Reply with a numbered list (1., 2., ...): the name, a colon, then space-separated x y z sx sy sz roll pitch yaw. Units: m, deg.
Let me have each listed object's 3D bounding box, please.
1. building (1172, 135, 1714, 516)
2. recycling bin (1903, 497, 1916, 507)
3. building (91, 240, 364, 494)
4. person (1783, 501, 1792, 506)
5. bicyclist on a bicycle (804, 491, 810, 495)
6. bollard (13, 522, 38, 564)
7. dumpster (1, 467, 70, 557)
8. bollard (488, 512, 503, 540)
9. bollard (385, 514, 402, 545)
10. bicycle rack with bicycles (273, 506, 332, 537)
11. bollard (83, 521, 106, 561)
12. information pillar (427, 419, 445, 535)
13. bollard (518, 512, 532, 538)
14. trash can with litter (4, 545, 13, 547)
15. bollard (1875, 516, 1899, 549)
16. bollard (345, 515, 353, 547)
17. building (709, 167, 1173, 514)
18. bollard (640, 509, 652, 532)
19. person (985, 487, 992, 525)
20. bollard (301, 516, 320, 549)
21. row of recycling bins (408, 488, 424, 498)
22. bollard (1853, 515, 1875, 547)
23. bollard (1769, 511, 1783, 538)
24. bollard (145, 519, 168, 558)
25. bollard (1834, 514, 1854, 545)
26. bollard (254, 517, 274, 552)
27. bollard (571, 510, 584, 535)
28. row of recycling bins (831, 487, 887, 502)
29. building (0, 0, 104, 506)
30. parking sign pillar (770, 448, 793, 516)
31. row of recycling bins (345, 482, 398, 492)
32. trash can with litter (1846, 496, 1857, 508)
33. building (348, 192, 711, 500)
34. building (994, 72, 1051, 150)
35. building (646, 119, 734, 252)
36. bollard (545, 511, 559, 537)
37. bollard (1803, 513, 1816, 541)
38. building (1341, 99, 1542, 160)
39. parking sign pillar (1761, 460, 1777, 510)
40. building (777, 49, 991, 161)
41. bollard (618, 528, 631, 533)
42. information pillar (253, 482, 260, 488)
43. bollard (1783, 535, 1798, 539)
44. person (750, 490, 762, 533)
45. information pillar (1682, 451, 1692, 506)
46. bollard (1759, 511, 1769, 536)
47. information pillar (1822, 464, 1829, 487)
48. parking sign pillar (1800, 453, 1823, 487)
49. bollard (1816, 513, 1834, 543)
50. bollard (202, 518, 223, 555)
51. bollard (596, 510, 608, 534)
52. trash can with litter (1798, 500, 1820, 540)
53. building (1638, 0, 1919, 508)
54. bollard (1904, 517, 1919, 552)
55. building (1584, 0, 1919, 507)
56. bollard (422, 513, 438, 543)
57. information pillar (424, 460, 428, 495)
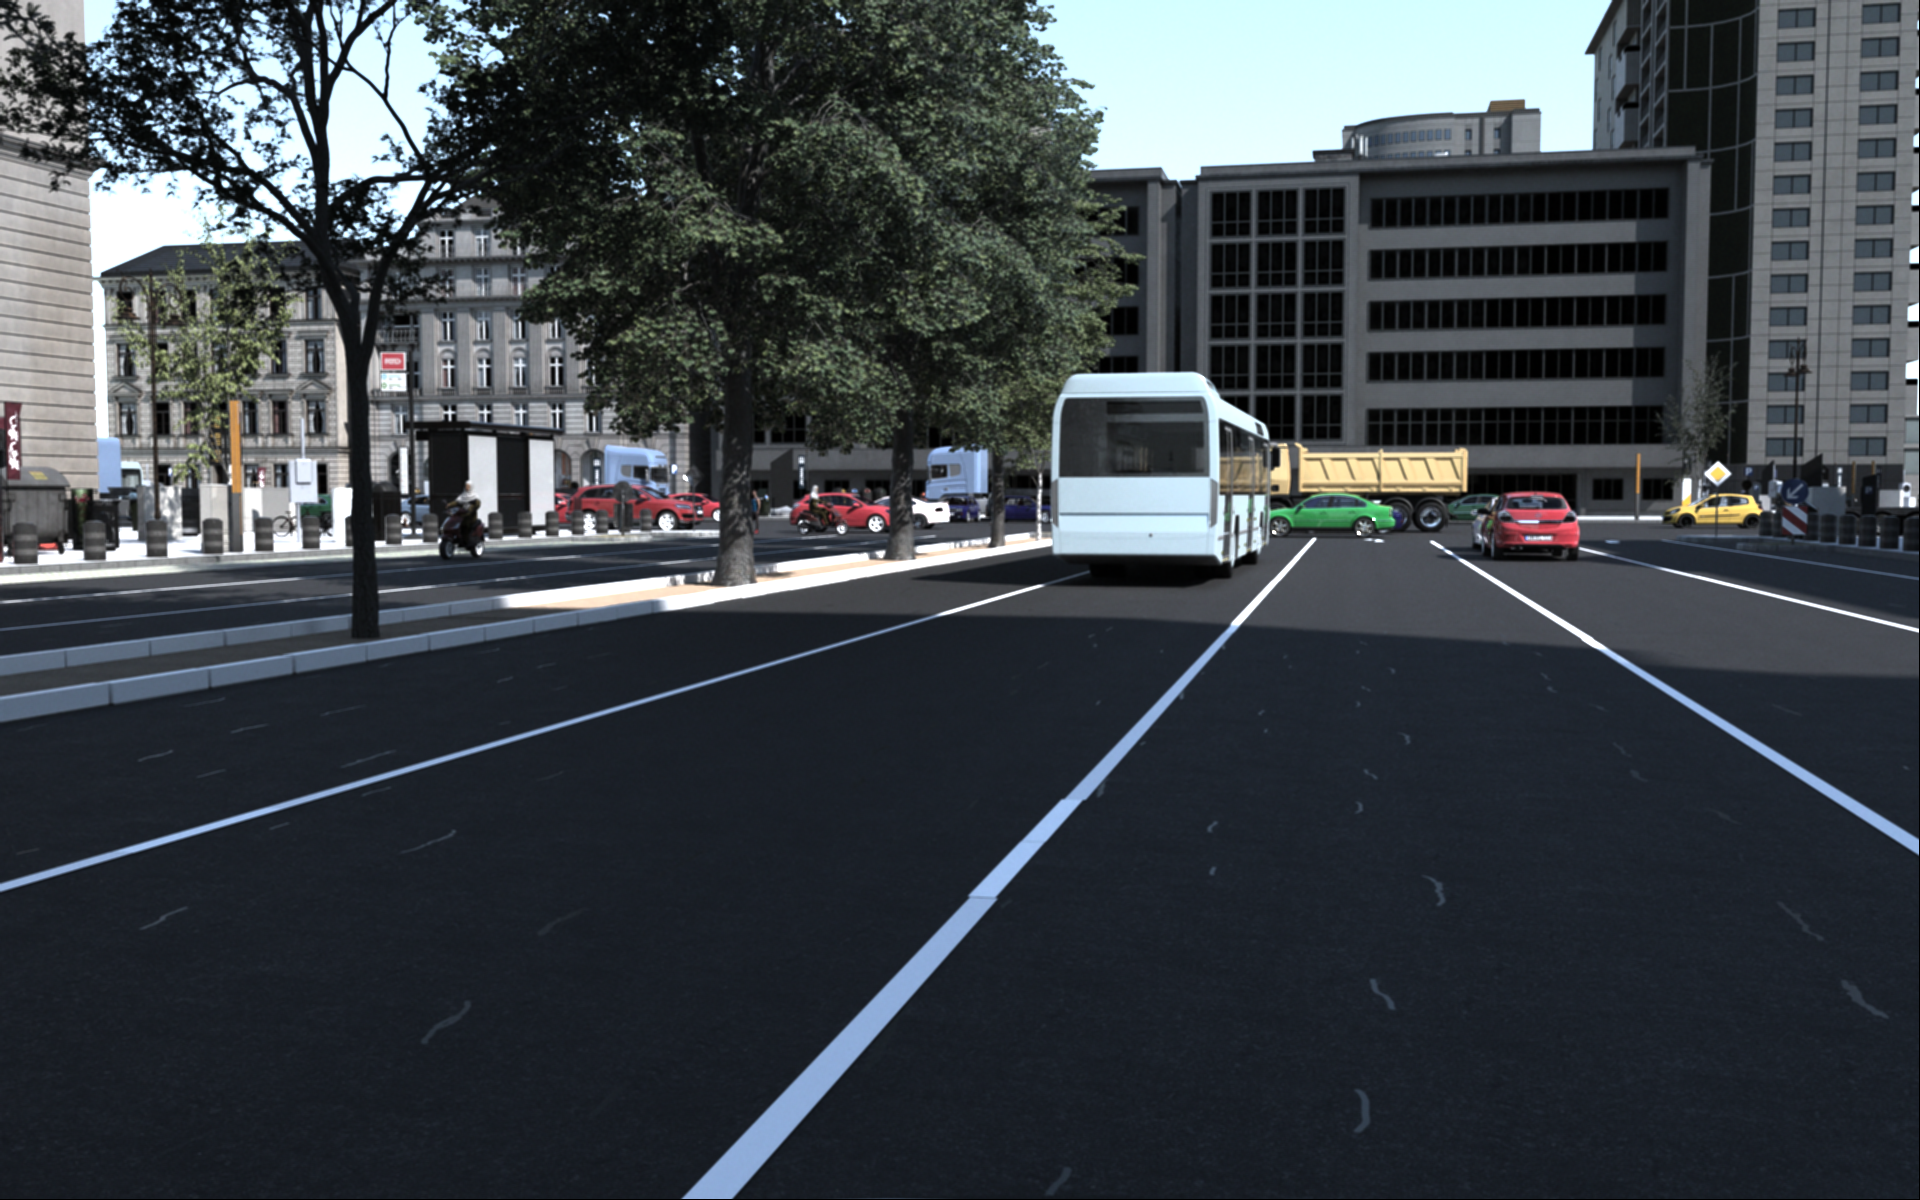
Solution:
1. building: 29.118 -17.609 106.967 30.058 24.678 14.314 1 4 13
2. recycling bin: 71.653 -7.237 130.884 0.722 1.027 0.722 -2 4 -25
3. building: -49.749 -15.812 123.147 19.286 19.102 10.561 1 4 13
4. person: 31.265 -3.485 65.389 0.836 1.842 0.656 1 4 16
5. bicyclist on a bicycle: -7.679 -4.771 88.022 1.625 1.676 1.499 1 4 12
6. bollard: -17.114 -1.040 31.716 0.404 0.777 0.398 0 3 0
7. dumpster: -19.730 -1.859 36.158 1.264 1.857 1.865 1 4 13
8. bollard: -13.156 -2.100 49.050 0.404 0.777 0.398 0 3 0
9. bollard: -14.341 -1.782 43.856 0.404 0.777 0.398 0 3 0
10. bicycle rack with bicycles: -18.858 -2.385 52.374 2.925 0.926 2.852 1 4 13
11. bollard: -16.715 -1.146 33.448 0.404 0.777 0.398 0 3 0
12. information pillar: -16.197 -3.824 53.872 0.183 3.616 0.504 3 5 42
13. bollard: -12.756 -2.206 50.782 0.404 0.777 0.398 0 3 0
14. trash can with litter: -23.015 -1.903 42.169 2.233 1.210 1.678 2 4 24
15. bollard: 21.777 -1.581 40.573 0.404 0.777 0.398 0 3 0
16. bollard: -14.739 -1.675 42.106 0.404 0.777 0.398 0 3 0
17. building: -0.351 -18.001 113.389 30.058 24.678 14.314 1 4 13
18. bollard: -10.781 -2.735 59.434 0.404 0.777 0.398 0 3 0
19. person: 1.478 -4.373 80.098 0.694 1.812 0.767 2 4 35
20. bollard: -15.133 -1.569 40.377 0.404 0.777 0.398 0 3 0
21. row of recycling bins: -33.570 -6.358 111.072 3.534 1.692 1.069 -1 4 -12
22. bollard: 22.172 -1.687 42.304 0.404 0.777 0.398 0 3 0
23. bollard: 24.153 -2.218 50.974 0.404 0.777 0.398 0 3 0
24. bollard: -16.320 -1.252 35.185 0.404 0.777 0.398 0 3 0
25. bollard: 22.574 -1.794 44.043 0.404 0.777 0.398 0 3 0
26. bollard: -15.529 -1.464 38.645 0.404 0.777 0.398 0 3 0
27. bollard: -11.969 -2.417 54.241 0.404 0.777 0.398 0 3 0
28. row of recycling bins: -6.131 -5.979 104.867 3.534 1.692 1.069 -2 4 -27
29. building: -38.679 -15.346 48.176 25.104 27.353 12.463 1 4 13
30. parking sign pillar: -10.325 -6.848 100.432 1.447 3.967 1.447 0 4 -5
31. row of recycling bins: -19.976 -3.151 58.631 1.069 1.692 3.534 -3 4 -38
32. trash can with litter: 60.543 -6.515 117.899 1.055 1.170 0.624 -3 5 -44
33. building: -27.676 -16.984 119.482 24.055 21.916 13.314 1 4 13
34. building: -1.844 -35.106 197.684 21.600 48.544 21.300 1 4 13
35. building: -22.734 -35.445 203.219 21.600 48.544 21.300 1 4 13
36. bollard: -12.363 -2.312 52.511 0.404 0.777 0.398 0 3 0
37. bollard: 23.360 -2.006 47.517 0.404 0.777 0.398 0 3 0
38. building: 72.197 -44.138 263.657 28.212 58.520 21.231 1 4 13
39. parking sign pillar: 64.418 -9.139 137.890 1.447 3.967 1.447 -1 4 -12
40. building: -7.739 -31.754 173.800 22.147 44.769 28.867 1 4 13
41. bollard: -11.178 -2.629 57.699 0.404 0.777 0.398 0 3 0
42. information pillar: -42.980 -6.197 105.812 0.304 2.012 0.304 0 4 6
43. bollard: 23.757 -2.112 49.245 0.404 0.777 0.398 0 3 0
44. person: -7.550 -3.230 63.173 0.647 1.594 0.662 3 4 36
45. information pillar: 39.103 -6.231 93.233 0.504 3.616 0.183 -1 4 -11
46. bollard: 24.553 -2.324 52.713 0.404 0.777 0.398 0 3 0
47. information pillar: 66.716 -8.702 133.628 0.504 3.616 0.183 2 4 34
48. parking sign pillar: 56.044 -7.680 114.038 1.447 3.967 1.447 2 4 34
49. bollard: 22.963 -1.900 45.782 0.404 0.777 0.398 0 3 0
50. bollard: -15.924 -1.358 36.914 0.404 0.777 0.398 0 3 0
51. bollard: -11.572 -2.523 55.969 0.404 0.777 0.398 0 3 0
52. trash can with litter: 23.878 -2.255 48.262 1.055 1.170 0.624 3 5 41
53. building: 70.073 -43.717 153.026 20.563 71.187 20.611 1 4 13
54. bollard: 21.384 -1.476 38.844 0.404 0.777 0.398 0 3 0
55. building: 79.831 -35.887 175.992 28.713 52.752 27.495 1 4 13
56. bollard: -13.944 -1.888 45.585 0.404 0.777 0.398 0 3 0
57. information pillar: -33.280 -7.148 108.227 0.504 3.616 0.183 2 4 32
